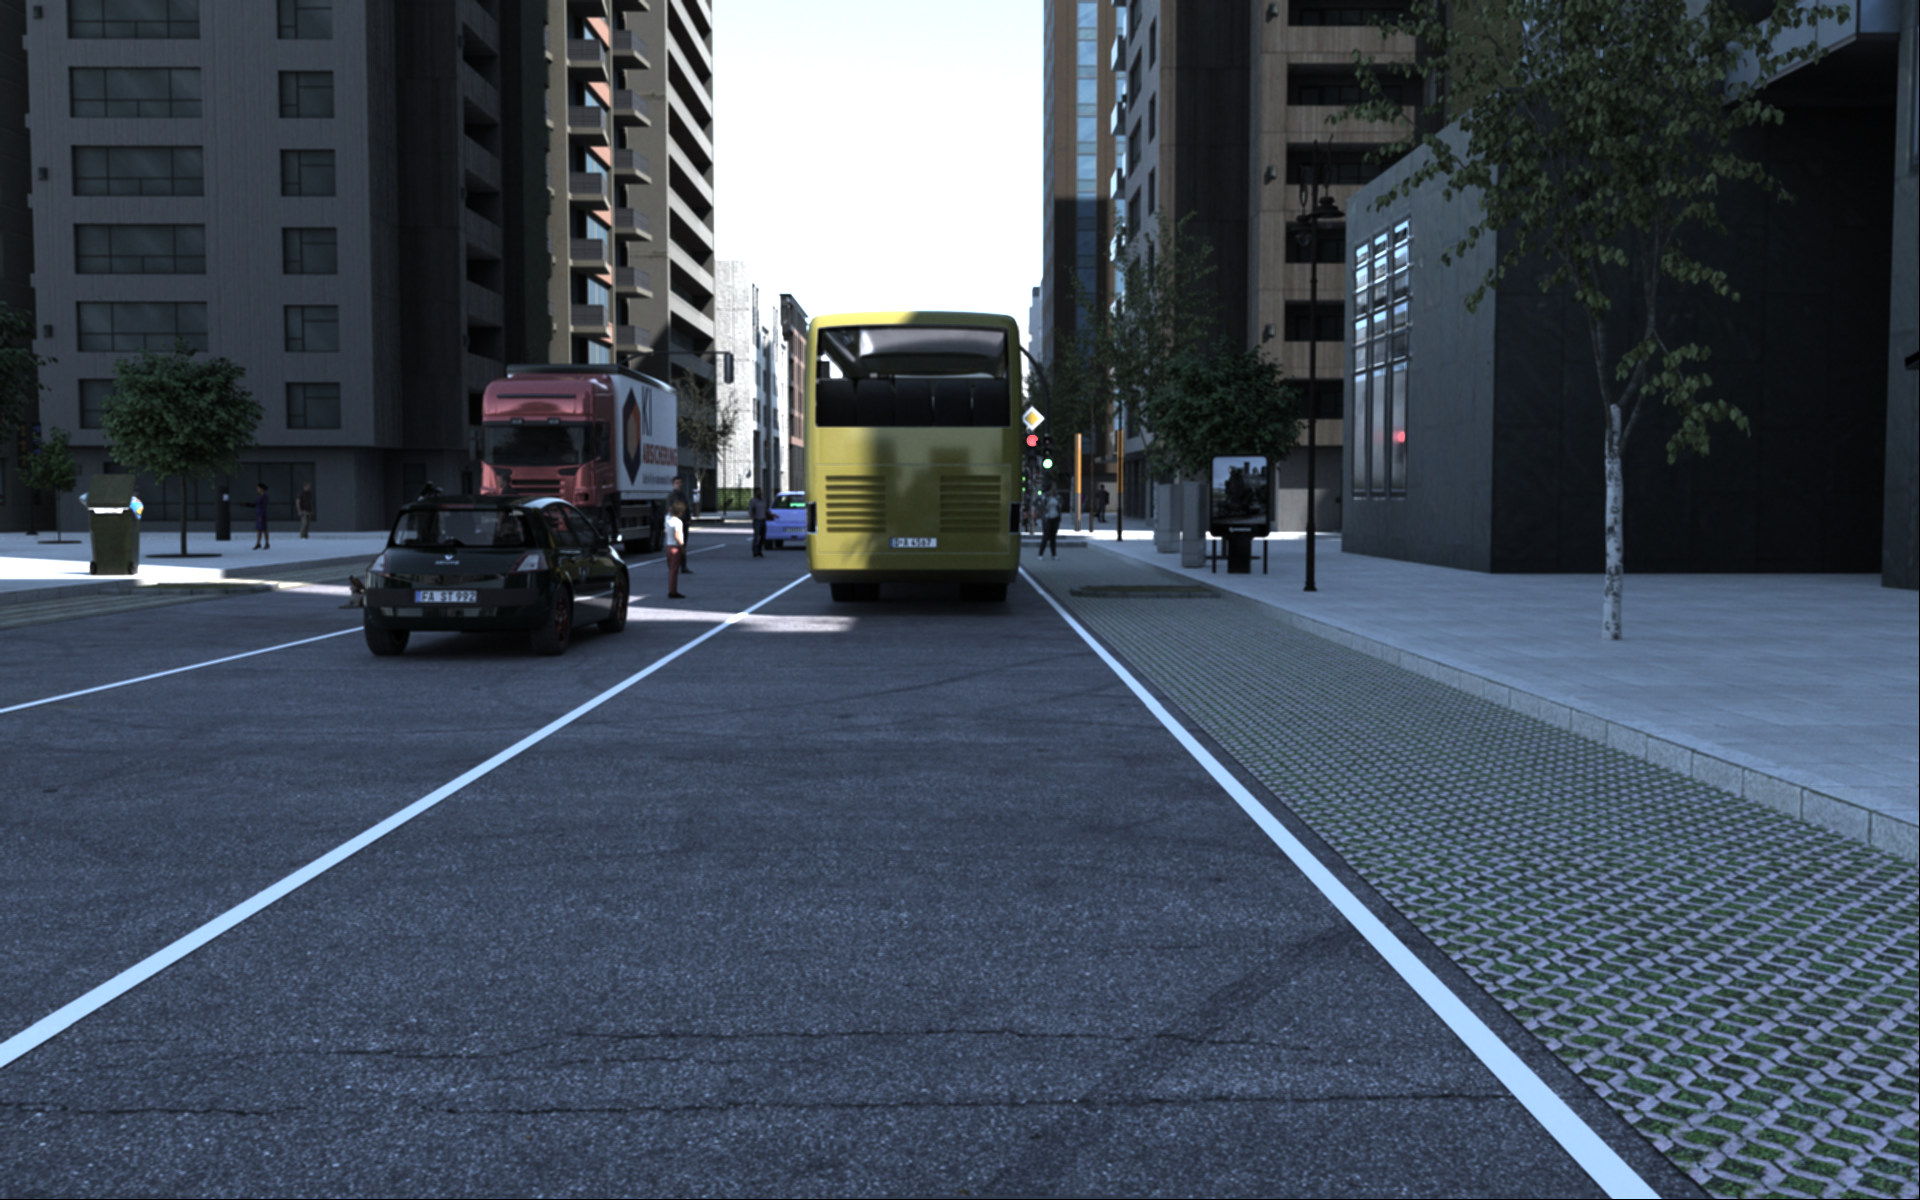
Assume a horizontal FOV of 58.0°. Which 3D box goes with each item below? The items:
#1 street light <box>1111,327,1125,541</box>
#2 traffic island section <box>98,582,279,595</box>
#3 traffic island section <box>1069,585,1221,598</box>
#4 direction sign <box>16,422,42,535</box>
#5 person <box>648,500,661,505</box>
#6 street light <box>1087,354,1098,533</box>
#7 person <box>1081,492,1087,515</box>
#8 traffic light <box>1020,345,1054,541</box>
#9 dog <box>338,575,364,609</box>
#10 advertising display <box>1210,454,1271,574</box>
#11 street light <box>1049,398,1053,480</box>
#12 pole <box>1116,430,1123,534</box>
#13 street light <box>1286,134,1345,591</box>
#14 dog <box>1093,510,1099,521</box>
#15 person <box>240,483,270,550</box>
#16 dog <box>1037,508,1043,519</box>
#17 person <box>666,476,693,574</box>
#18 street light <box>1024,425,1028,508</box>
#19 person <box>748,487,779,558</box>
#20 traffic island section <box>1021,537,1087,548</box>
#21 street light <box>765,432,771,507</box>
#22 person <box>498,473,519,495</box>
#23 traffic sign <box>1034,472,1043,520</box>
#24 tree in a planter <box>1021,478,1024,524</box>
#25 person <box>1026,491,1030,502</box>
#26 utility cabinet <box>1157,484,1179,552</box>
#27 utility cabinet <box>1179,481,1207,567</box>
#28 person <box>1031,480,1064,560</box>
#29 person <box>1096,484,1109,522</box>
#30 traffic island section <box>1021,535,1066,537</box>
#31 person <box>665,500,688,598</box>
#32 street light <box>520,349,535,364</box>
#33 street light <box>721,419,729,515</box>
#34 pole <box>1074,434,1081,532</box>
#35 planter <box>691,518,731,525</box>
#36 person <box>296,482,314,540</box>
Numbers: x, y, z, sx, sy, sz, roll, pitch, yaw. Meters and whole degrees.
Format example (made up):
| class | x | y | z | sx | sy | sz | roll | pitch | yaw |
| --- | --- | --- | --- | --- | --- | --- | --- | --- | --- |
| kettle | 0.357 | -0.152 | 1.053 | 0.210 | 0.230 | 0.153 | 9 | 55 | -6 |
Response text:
| class | x | y | z | sx | sy | sz | roll | pitch | yaw |
| --- | --- | --- | --- | --- | --- | --- | --- | --- | --- |
| street light | 4.353 | -4.542 | 47.044 | 0.468 | 5.910 | 1.993 | 0 | 4 | 0 |
| traffic island section | -11.171 | -0.156 | 25.409 | 1.991 | 0.108 | 1.994 | 0 | 4 | 0 |
| traffic island section | 2.574 | -0.108 | 24.633 | 1.991 | 0.108 | 1.994 | 0 | 4 | 0 |
| direction sign | -29.209 | -3.817 | 54.409 | 0.379 | 3.537 | 0.876 | 1 | 4 | 22 |
| person | -8.246 | -2.223 | 46.545 | 0.444 | 1.614 | 0.593 | -1 | 4 | -11 |
| street light | 4.346 | -5.162 | 57.179 | 0.468 | 5.910 | 1.993 | 0 | 4 | 0 |
| person | 7.651 | -6.053 | 108.245 | 0.726 | 1.435 | 0.776 | 2 | 4 | 30 |
| traffic light | 0.255 | -4.438 | 47.233 | 4.771 | 5.953 | 1.251 | 0 | 4 | 0 |
| dog | -7.475 | -0.108 | 21.961 | 0.748 | 0.427 | 0.550 | -1 | 4 | -14 |
| advertising display | 4.509 | -1.387 | 27.899 | 0.974 | 1.923 | 0.123 | 2 | 4 | 25 |
| street light | 4.202 | -6.646 | 81.454 | 0.468 | 5.910 | 1.993 | 0 | 4 | 0 |
| pole | 5.081 | -3.747 | 55.107 | 0.158 | 3.312 | 0.155 | 0 | 3 | 0 |
| street light | 4.638 | -3.057 | 22.770 | 0.468 | 5.910 | 1.993 | 0 | 4 | 0 |
| dog | 6.576 | -4.108 | 83.999 | 0.406 | 0.507 | 0.540 | 1 | 4 | 14 |
| person | -16.225 | -1.930 | 39.968 | 0.453 | 1.535 | 0.546 | 2 | 4 | 29 |
| dog | 4.047 | -4.581 | 89.281 | 0.800 | 0.831 | 0.513 | 0 | 4 | -2 |
| person | -4.976 | -1.349 | 31.086 | 0.617 | 1.759 | 0.750 | -3 | 4 | -37 |
| street light | 4.003 | -8.137 | 105.826 | 0.468 | 5.910 | 1.993 | 0 | 4 | 0 |
| person | -4.488 | -1.729 | 38.736 | 0.435 | 1.587 | 0.963 | 2 | 4 | 31 |
| traffic island section | 2.386 | -1.543 | 47.506 | 2.009 | 0.180 | 2.903 | 0 | 4 | 0 |
| street light | -14.332 | -9.560 | 129.099 | 0.468 | 5.910 | 1.993 | 0 | 4 | 0 |
| person | -8.229 | -1.396 | 31.459 | 0.434 | 1.807 | 0.598 | 2 | 4 | 25 |
| traffic sign | 4.022 | -5.211 | 85.211 | 0.884 | 2.594 | 0.081 | 1 | 4 | 8 |
| tree in a planter | 2.118 | -5.087 | 80.394 | 1.991 | 3.239 | 1.994 | 0 | 4 | 0 |
| person | 3.840 | -5.280 | 95.603 | 0.421 | 1.427 | 0.697 | -1 | 4 | -14 |
| utility cabinet | 4.585 | -1.795 | 38.026 | 0.318 | 1.500 | 1.173 | 1 | 4 | 18 |
| utility cabinet | 4.148 | -1.339 | 30.572 | 0.318 | 1.500 | 1.173 | 1 | 4 | 14 |
| person | 1.950 | -1.732 | 37.540 | 0.841 | 1.734 | 0.376 | -2 | 4 | -26 |
| person | 6.465 | -4.368 | 78.274 | 0.431 | 1.722 | 0.655 | -3 | 5 | -41 |
| traffic island section | 2.321 | -2.031 | 55.490 | 2.009 | 0.180 | 2.903 | 0 | 4 | 0 |
| person | -3.919 | -0.703 | 23.901 | 0.435 | 1.345 | 0.340 | 3 | 5 | 40 |
| street light | -13.811 | -5.057 | 55.473 | 0.468 | 5.910 | 1.993 | 0 | 4 | 0 |
| street light | -14.171 | -8.035 | 104.160 | 0.468 | 5.910 | 1.993 | 0 | 4 | 0 |
| pole | 3.978 | -3.957 | 58.535 | 0.158 | 3.312 | 0.155 | 0 | 3 | 0 |
| planter | -11.617 | -3.603 | 80.042 | 1.991 | 0.319 | 1.994 | 0 | 4 | 0 |
| person | -19.964 | -2.707 | 52.885 | 0.434 | 1.807 | 0.598 | 2 | 4 | 31 |
